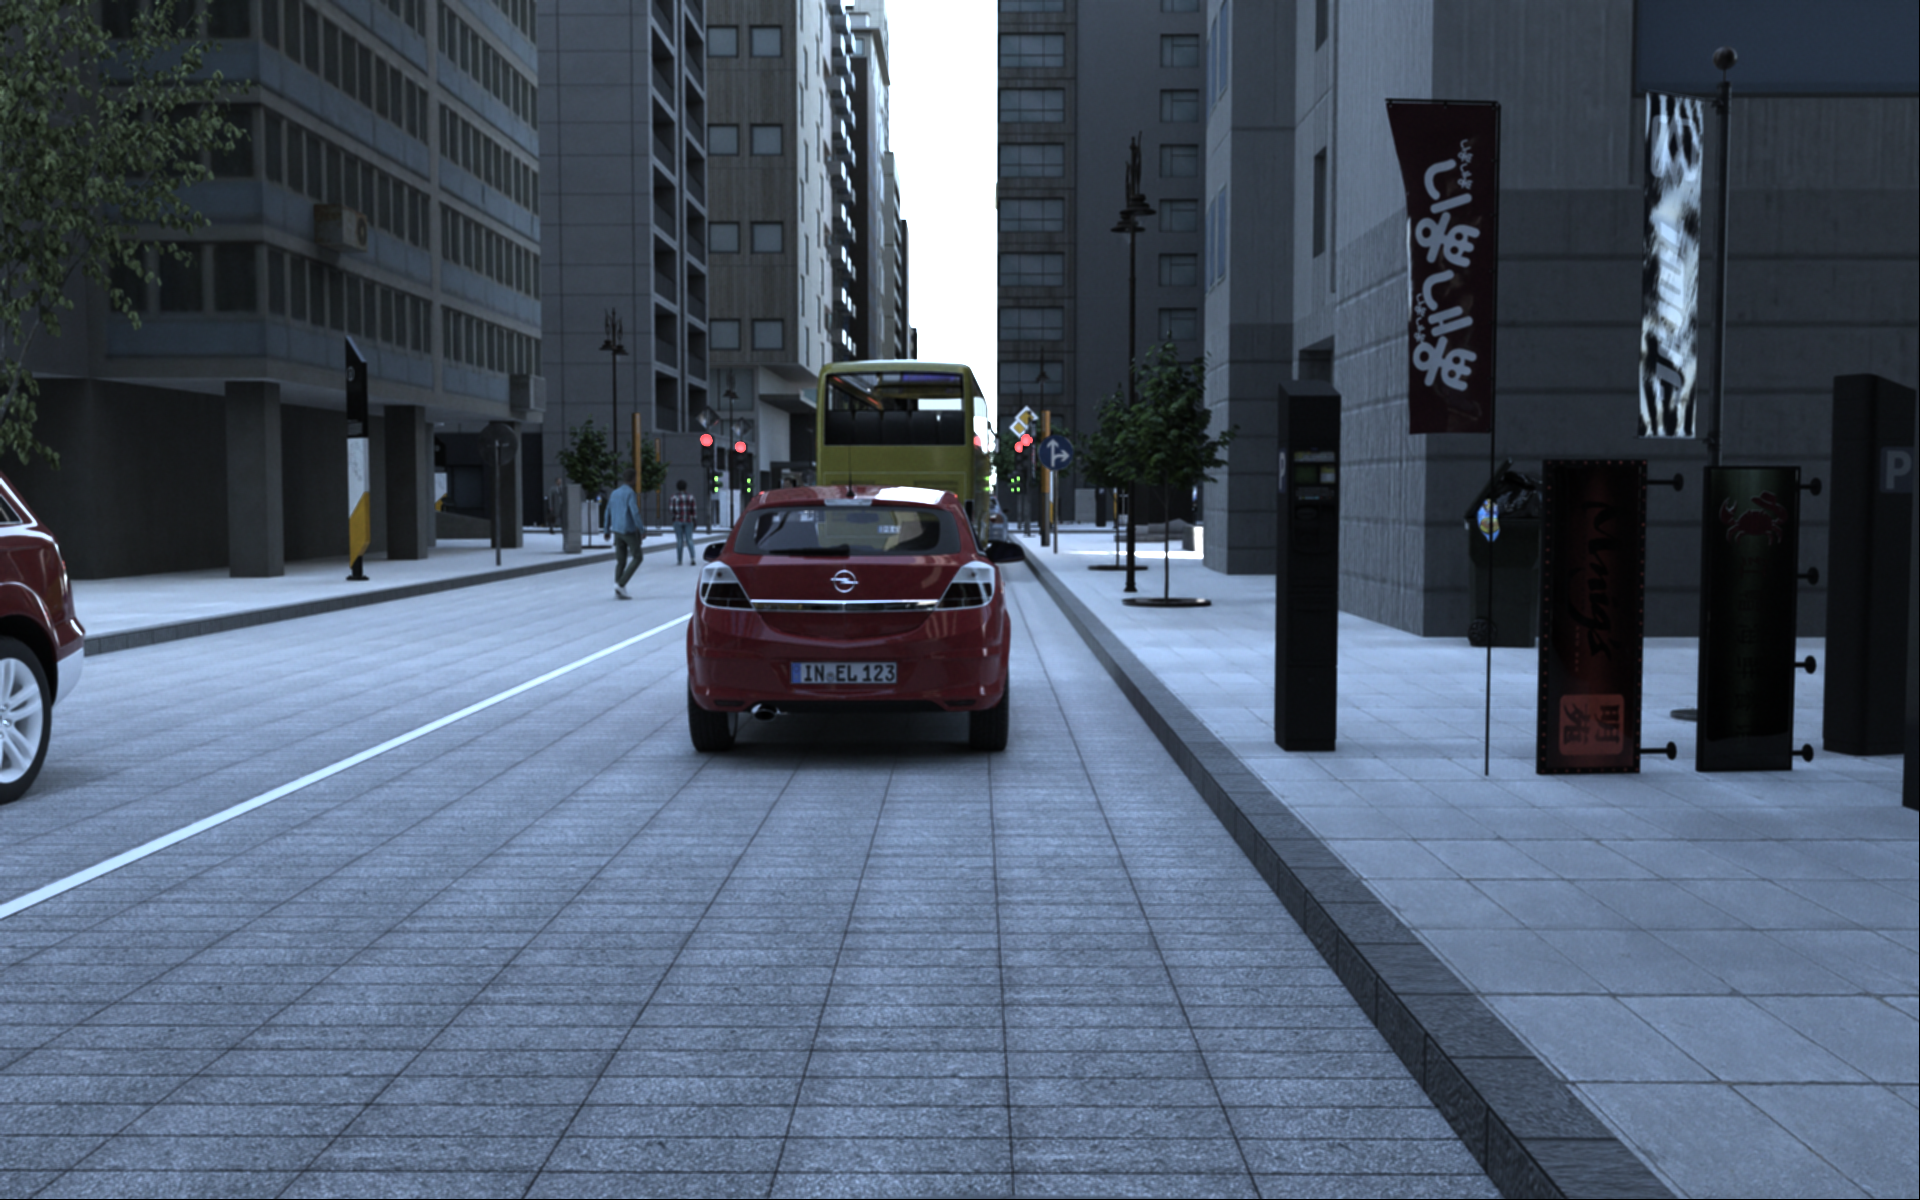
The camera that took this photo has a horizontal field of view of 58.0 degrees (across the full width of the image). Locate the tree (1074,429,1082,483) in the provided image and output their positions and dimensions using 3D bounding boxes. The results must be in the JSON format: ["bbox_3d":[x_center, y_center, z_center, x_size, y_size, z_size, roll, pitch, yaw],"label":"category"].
[{"bbox_3d":[2.813,-2.134,29.485,1.663,3.219,1.824,0,3,0],"label":"tree"}]

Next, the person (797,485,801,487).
[{"bbox_3d":[-6.763,-3.953,73.220,0.616,1.811,0.778,-2,4,-24],"label":"person"}]

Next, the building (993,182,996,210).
[{"bbox_3d":[19.918,-42.439,283.117,28.713,52.752,27.495,0,4,0],"label":"building"}]

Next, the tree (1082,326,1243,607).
[{"bbox_3d":[2.519,-1.557,20.064,1.663,3.219,1.824,0,3,0],"label":"tree"}]

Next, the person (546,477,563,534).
[{"bbox_3d":[-12.789,-2.996,55.130,0.694,1.812,0.767,-3,5,-43],"label":"person"}]

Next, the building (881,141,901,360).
[{"bbox_3d":[-18.968,-37.259,232.884,21.300,48.544,21.600,0,4,0],"label":"building"}]

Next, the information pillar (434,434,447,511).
[{"bbox_3d":[-20.241,-4.654,67.440,0.504,3.616,0.183,1,4,13],"label":"information pillar"}]

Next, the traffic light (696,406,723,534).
[{"bbox_3d":[-7.974,-4.040,54.983,0.839,4.253,0.868,0,4,0],"label":"traffic light"}]

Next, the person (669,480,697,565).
[{"bbox_3d":[-5.590,-1.569,34.986,0.563,1.720,0.643,-1,4,-15],"label":"person"}]

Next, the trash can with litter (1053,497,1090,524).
[{"bbox_3d":[4.421,-3.832,73.716,2.233,1.210,1.678,0,3,0],"label":"trash can with litter"}]

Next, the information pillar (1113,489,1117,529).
[{"bbox_3d":[5.701,-4.414,63.532,0.183,3.616,0.504,0,4,6],"label":"information pillar"}]

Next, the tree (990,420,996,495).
[{"bbox_3d":[4.053,-9.218,101.073,4.737,8.622,4.395,0,3,0],"label":"tree"}]

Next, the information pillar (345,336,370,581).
[{"bbox_3d":[-8.910,-2.096,25.622,0.504,3.616,0.183,3,5,43],"label":"information pillar"}]

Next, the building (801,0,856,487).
[{"bbox_3d":[-20.868,-32.609,152.759,23.786,49.044,30.456,0,4,0],"label":"building"}]

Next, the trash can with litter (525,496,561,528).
[{"bbox_3d":[-15.693,-3.358,65.960,1.678,1.210,2.233,-2,4,-34],"label":"trash can with litter"}]

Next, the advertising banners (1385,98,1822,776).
[{"bbox_3d":[2.913,-0.714,7.859,2.074,3.025,0.090,0,4,-6],"label":"advertising banners"}]

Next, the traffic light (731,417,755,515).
[{"bbox_3d":[-7.912,-4.529,62.968,0.839,4.253,0.868,0,4,0],"label":"traffic light"}]

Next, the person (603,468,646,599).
[{"bbox_3d":[-4.555,-0.894,23.467,0.601,1.785,0.444,3,5,45],"label":"person"}]

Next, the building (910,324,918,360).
[{"bbox_3d":[-14.137,-31.606,288.452,14.160,30.474,14.107,0,4,0],"label":"building"}]

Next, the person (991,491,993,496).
[{"bbox_3d":[4.975,-16.216,271.129,0.705,1.831,1.348,0,4,-7],"label":"person"}]

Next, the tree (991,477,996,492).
[{"bbox_3d":[3.743,-10.425,165.052,1.663,3.219,1.824,0,3,0],"label":"tree"}]

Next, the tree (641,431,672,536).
[{"bbox_3d":[-9.587,-3.590,53.296,1.663,3.219,1.824,0,3,0],"label":"tree"}]

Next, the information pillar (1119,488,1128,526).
[{"bbox_3d":[6.478,-3.935,68.823,0.304,2.012,0.304,-3,5,-45],"label":"information pillar"}]

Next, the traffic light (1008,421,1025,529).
[{"bbox_3d":[2.149,-4.525,62.906,0.839,4.253,0.868,0,4,0],"label":"traffic light"}]

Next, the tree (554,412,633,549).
[{"bbox_3d":[-8.648,-2.839,41.019,1.663,3.219,1.824,0,3,0],"label":"tree"}]

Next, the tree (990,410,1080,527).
[{"bbox_3d":[3.005,-5.115,67.346,4.285,4.588,4.351,0,3,0],"label":"tree"}]

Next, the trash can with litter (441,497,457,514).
[{"bbox_3d":[-19.171,-3.306,65.447,0.624,1.170,1.055,-3,5,-43],"label":"trash can with litter"}]

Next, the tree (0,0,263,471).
[{"bbox_3d":[-8.944,-4.028,16.228,4.737,8.622,4.395,0,3,0],"label":"tree"}]

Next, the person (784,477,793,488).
[{"bbox_3d":[-3.678,-1.713,36.708,0.606,1.804,0.583,3,4,38],"label":"person"}]

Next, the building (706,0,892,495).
[{"bbox_3d":[-22.561,-37.096,195.755,28.713,52.752,27.495,0,4,0],"label":"building"}]

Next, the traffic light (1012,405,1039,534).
[{"bbox_3d":[2.087,-4.037,54.921,0.839,4.253,0.868,0,4,0],"label":"traffic light"}]

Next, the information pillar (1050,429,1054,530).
[{"bbox_3d":[3.183,-4.330,62.150,0.183,3.616,0.504,2,4,35],"label":"information pillar"}]

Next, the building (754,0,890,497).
[{"bbox_3d":[-18.409,-49.873,253.668,20.563,71.187,20.611,0,4,0],"label":"building"}]

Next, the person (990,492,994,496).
[{"bbox_3d":[4.078,-12.334,208.428,1.217,1.736,0.721,0,4,4],"label":"person"}]

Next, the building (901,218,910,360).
[{"bbox_3d":[-14.964,-38.093,272.934,14.600,45.320,14.200,0,4,0],"label":"building"}]

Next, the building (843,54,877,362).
[{"bbox_3d":[-15.752,-32.111,175.120,14.600,45.320,14.200,0,4,0],"label":"building"}]

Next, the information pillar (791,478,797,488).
[{"bbox_3d":[-7.799,-4.668,80.817,0.304,2.012,0.304,-3,5,-43],"label":"information pillar"}]
